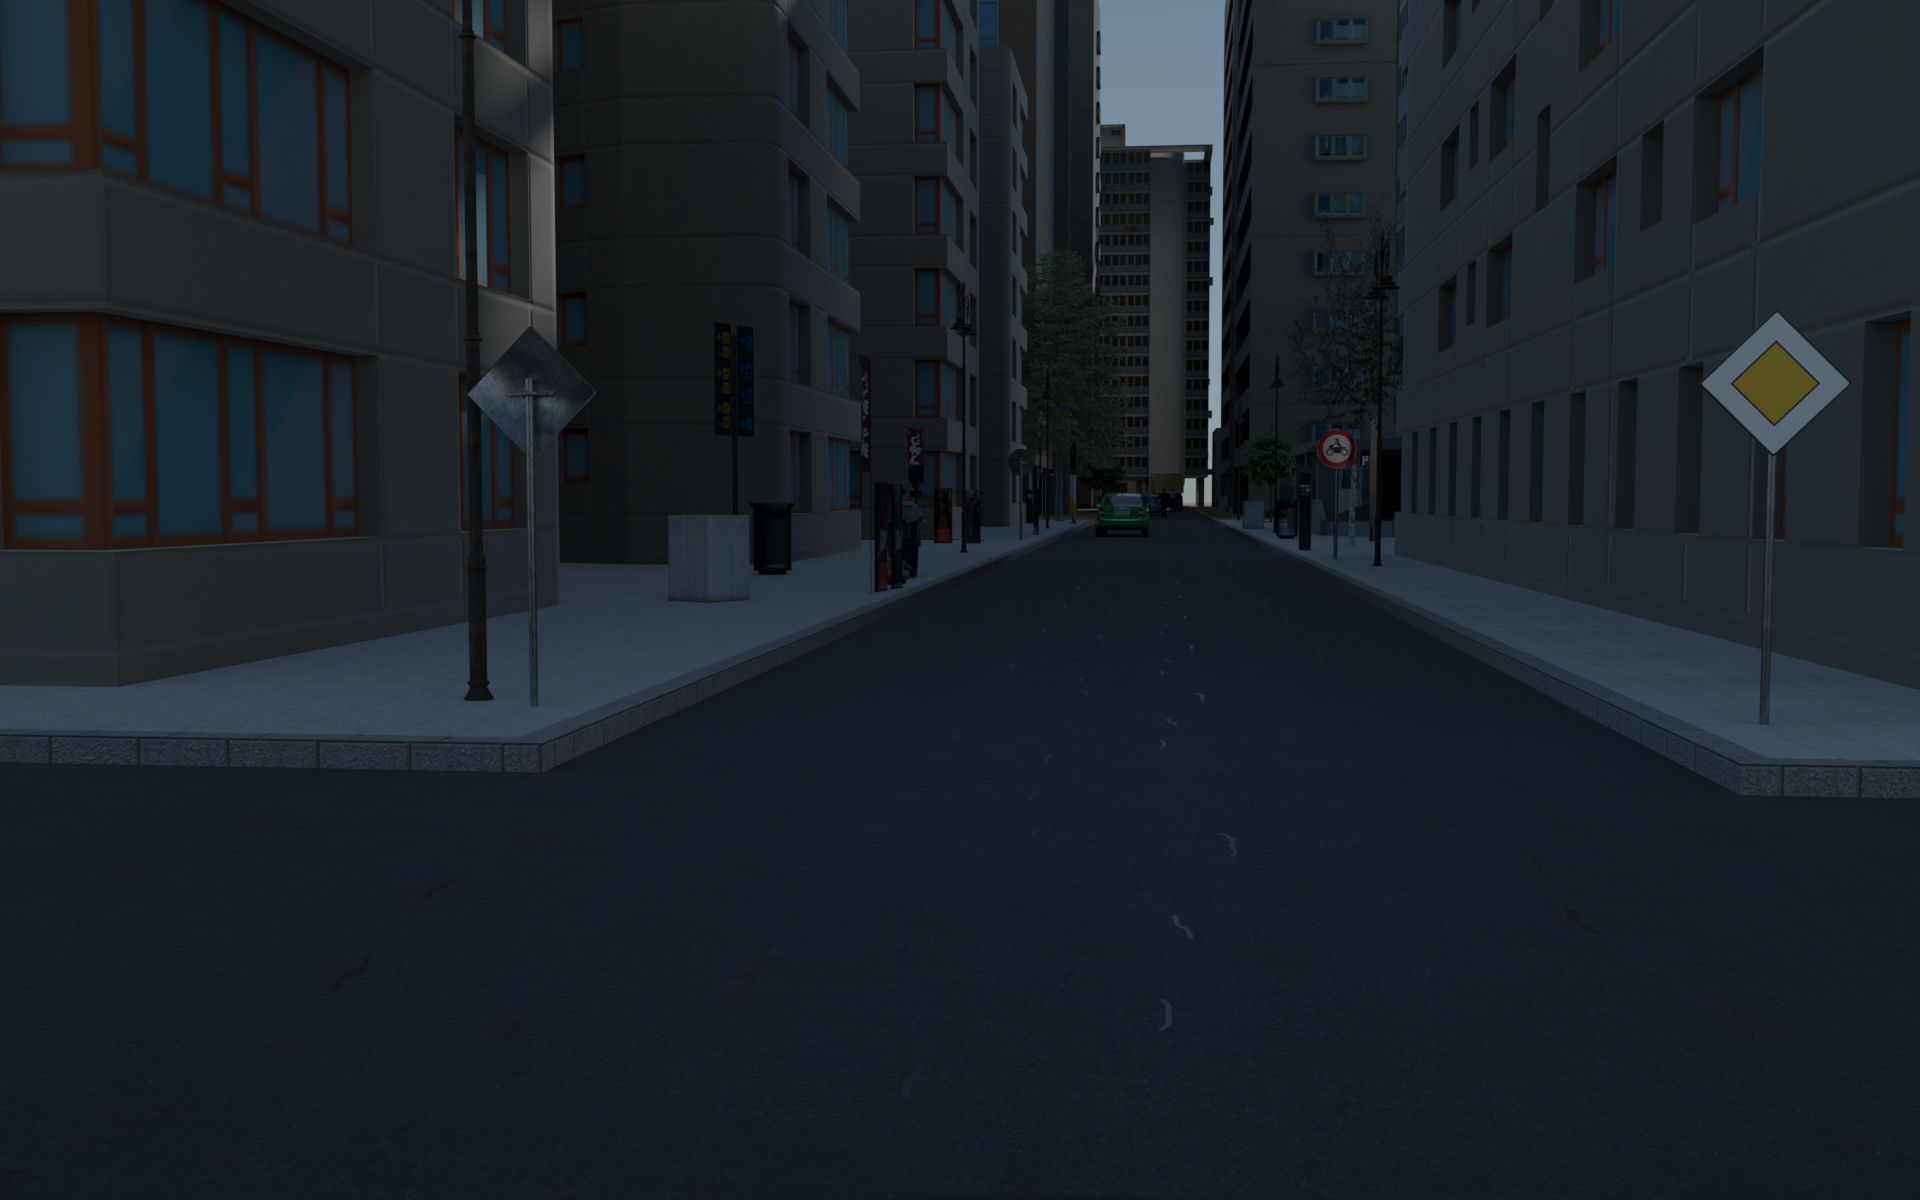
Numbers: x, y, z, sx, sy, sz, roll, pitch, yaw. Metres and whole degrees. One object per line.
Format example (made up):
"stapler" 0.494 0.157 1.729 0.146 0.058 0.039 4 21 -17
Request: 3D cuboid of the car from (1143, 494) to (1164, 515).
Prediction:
"car" 13.064 -6.456 117.561 2.014 1.417 4.499 0 4 8

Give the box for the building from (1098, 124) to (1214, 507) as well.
"building" 14.779 -30.143 184.722 23.993 40.220 32.217 0 4 7

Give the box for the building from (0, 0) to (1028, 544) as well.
"building" -12.437 -13.345 63.231 27.650 21.520 28.899 0 4 7

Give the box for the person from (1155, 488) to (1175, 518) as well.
"person" 12.297 -5.852 104.209 1.348 1.821 0.705 -1 4 -20

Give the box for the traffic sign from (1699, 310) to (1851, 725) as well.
"traffic sign" 4.474 -0.363 9.579 0.795 2.450 0.064 0 4 7

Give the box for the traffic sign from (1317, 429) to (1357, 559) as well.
"traffic sign" 7.379 -2.071 33.967 0.768 2.556 0.104 1 4 8

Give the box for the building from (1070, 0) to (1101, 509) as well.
"building" 1.166 -32.190 150.002 21.600 48.544 21.300 0 4 7

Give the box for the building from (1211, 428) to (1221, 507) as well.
"building" 41.499 -52.742 174.999 31.000 86.520 22.319 0 4 7

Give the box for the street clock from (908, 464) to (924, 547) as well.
"street clock" -1.076 -2.303 42.224 0.358 2.002 0.471 1 4 21

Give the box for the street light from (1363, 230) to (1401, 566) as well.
"street light" 7.420 -3.536 30.604 0.468 5.910 1.993 0 4 7

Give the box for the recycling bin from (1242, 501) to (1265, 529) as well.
"recycling bin" 10.838 -3.145 63.983 0.722 1.027 0.722 0 4 1

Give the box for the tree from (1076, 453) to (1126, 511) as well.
"tree" 11.192 -9.192 134.010 4.285 4.588 4.351 0 3 0

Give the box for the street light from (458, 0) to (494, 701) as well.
"street light" -3.003 -2.315 10.630 0.468 5.910 1.993 0 4 7

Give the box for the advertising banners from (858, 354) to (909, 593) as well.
"advertising banners" -1.030 -1.627 22.787 0.090 3.025 2.074 1 4 14

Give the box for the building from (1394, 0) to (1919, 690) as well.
"building" 21.981 -10.744 20.702 28.899 21.520 27.650 0 4 7

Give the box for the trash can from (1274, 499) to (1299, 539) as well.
"trash can" 9.386 -2.326 49.681 0.748 1.137 0.748 0 3 0

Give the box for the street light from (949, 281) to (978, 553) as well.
"street light" 0.086 -3.974 37.762 0.468 5.910 1.993 0 4 7

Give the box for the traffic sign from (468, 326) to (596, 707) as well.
"traffic sign" -2.571 -0.414 10.408 0.795 2.450 0.064 0 4 7

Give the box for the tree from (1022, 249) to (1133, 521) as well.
"tree" 4.239 -9.969 81.115 7.486 12.596 7.792 0 3 0

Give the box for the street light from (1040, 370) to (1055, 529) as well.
"street light" 3.256 -5.598 64.309 0.468 5.910 1.993 0 4 7

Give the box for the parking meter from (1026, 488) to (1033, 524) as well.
"parking meter" 3.066 -4.106 75.547 0.372 1.533 0.369 0 3 0

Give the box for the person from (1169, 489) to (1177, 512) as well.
"person" 16.988 -7.913 137.745 0.709 1.838 0.599 2 4 32

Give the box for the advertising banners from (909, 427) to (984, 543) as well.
"advertising banners" -0.412 -2.981 44.922 2.074 3.025 0.090 0 4 1

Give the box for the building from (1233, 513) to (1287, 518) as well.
"building" 27.282 -29.170 100.635 21.300 48.544 21.600 0 4 7

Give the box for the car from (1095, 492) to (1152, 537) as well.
"car" 5.632 -3.110 59.648 1.959 1.807 4.718 0 4 7

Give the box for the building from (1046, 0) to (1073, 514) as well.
"building" -0.480 -25.876 106.665 14.154 41.232 14.086 0 4 7

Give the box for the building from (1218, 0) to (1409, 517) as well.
"building" 35.064 -26.379 123.176 32.217 40.220 23.993 0 4 7

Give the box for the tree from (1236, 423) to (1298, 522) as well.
"tree" 14.098 -5.823 78.923 4.285 4.588 4.351 0 3 0

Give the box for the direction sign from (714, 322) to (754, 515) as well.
"direction sign" -3.022 -1.911 23.243 0.379 3.537 0.876 2 4 27

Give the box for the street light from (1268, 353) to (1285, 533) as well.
"street light" 10.405 -5.151 57.003 0.468 5.910 1.993 0 4 7

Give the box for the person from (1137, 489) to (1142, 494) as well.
"person" 10.819 -5.812 104.472 0.756 1.711 0.436 -2 4 -28

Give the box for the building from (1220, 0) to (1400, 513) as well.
"building" 33.258 -31.947 146.033 21.300 48.544 21.600 0 4 7

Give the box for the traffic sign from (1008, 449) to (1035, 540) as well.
"traffic sign" 1.705 -2.963 48.543 0.768 2.556 0.104 1 4 16

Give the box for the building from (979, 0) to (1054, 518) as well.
"building" -2.303 -27.060 92.541 14.600 45.320 14.200 0 4 7

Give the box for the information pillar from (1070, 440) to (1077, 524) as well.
"information pillar" 4.921 -5.138 75.363 0.183 3.616 0.504 -1 4 -19

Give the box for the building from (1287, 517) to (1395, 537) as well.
"building" 27.861 -22.334 57.036 32.217 40.220 23.993 0 4 7

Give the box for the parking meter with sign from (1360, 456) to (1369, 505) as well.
"parking meter with sign" 17.785 -4.710 73.267 0.543 3.016 1.738 -3 5 -42

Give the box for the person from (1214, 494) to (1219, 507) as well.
"person" 24.582 -9.362 164.834 1.065 1.426 0.557 -2 4 -29

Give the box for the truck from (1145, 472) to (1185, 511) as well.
"truck" 17.783 -9.370 149.130 3.469 3.379 9.791 0 4 5

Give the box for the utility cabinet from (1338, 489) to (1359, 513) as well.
"utility cabinet" 16.223 -3.937 73.057 1.173 1.500 0.318 -1 4 -15

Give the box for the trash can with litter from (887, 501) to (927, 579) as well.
"trash can with litter" -0.836 -0.918 26.390 0.624 1.170 1.055 0 4 2

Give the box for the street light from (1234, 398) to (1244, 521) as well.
"street light" 13.507 -6.789 83.795 0.468 5.910 1.993 0 4 7

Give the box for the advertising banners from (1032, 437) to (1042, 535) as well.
"advertising banners" 2.422 -3.558 54.362 0.090 3.025 2.074 0 4 -3

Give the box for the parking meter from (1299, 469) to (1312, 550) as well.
"parking meter" 7.872 -2.065 39.479 0.255 1.863 0.399 1 4 16

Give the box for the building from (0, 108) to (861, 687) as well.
"building" -17.680 -11.114 26.761 27.650 21.520 28.899 0 4 7

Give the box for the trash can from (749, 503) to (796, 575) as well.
"trash can" -2.998 -0.979 27.666 0.748 1.137 0.748 0 3 0

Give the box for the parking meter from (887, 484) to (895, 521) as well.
"parking meter" -1.712 -2.062 42.128 0.372 1.533 0.369 0 3 0

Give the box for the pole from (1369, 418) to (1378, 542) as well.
"pole" 11.187 -3.239 46.797 0.158 3.312 0.155 0 3 0

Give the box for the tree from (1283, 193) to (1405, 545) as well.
"tree" 9.883 -5.689 43.376 4.360 8.622 3.978 0 3 0

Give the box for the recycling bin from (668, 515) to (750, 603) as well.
"recycling bin" -3.028 -0.510 20.895 0.722 1.027 0.722 3 4 36
